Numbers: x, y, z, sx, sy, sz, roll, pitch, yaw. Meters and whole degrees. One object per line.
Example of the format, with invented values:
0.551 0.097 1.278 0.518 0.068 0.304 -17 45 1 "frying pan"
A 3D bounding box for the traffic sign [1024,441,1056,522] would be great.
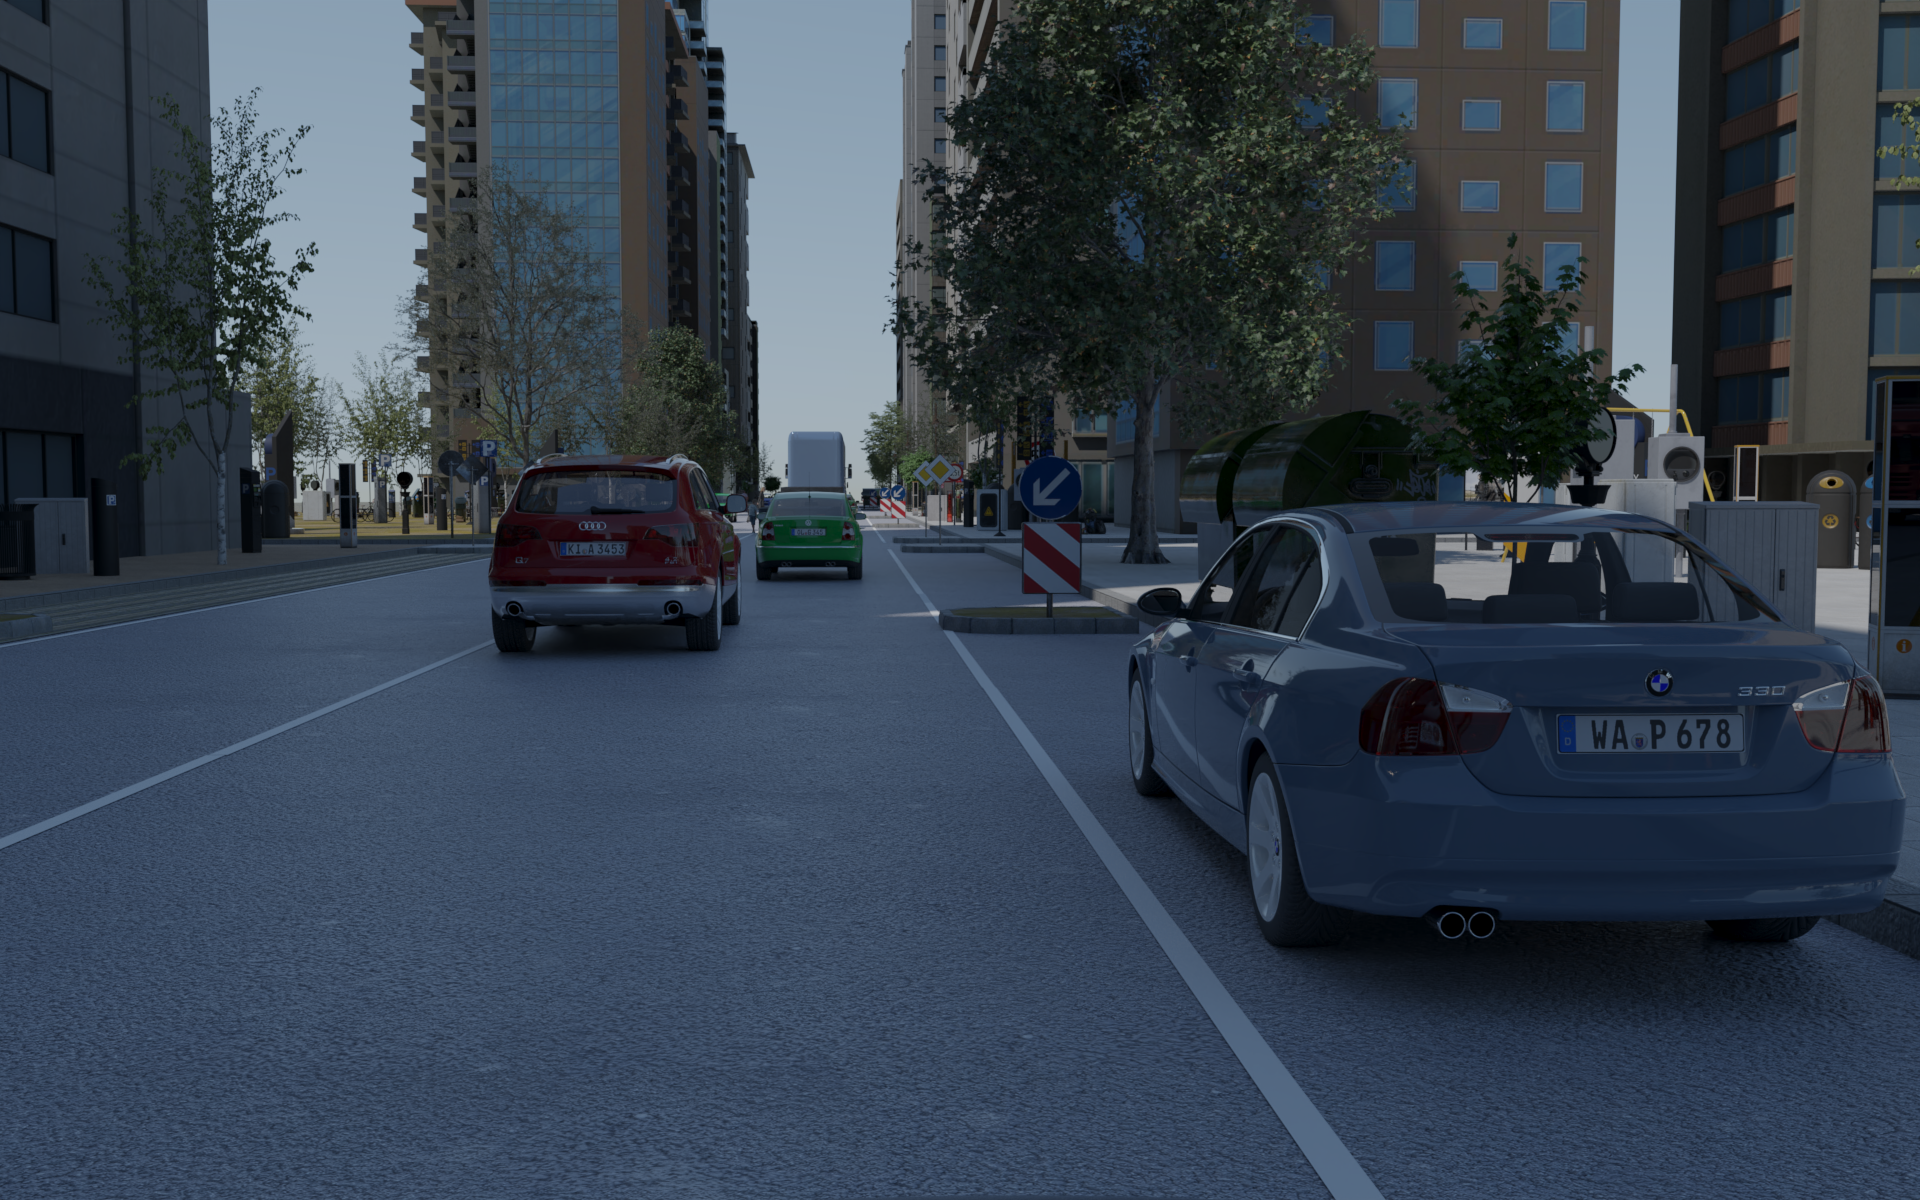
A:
1.887 -2.515 41.226 0.768 2.556 0.104 0 4 -3 "traffic sign"

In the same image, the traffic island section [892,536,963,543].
-0.988 -1.787 51.493 2.009 0.180 2.903 0 4 -4 "traffic island section"

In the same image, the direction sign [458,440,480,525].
-20.463 -4.912 72.310 0.876 3.537 0.379 -1 4 -14 "direction sign"

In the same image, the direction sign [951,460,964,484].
-0.164 -7.610 116.424 0.876 3.537 0.379 1 4 20 "direction sign"

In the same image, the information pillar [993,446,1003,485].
1.586 -4.922 71.835 0.504 3.616 0.183 3 5 42 "information pillar"

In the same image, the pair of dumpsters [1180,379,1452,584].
3.310 -0.870 16.721 1.574 2.255 4.437 0 4 -4 "pair of dumpsters"

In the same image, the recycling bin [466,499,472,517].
-27.297 -5.101 95.954 0.722 1.027 0.722 -2 4 -25 "recycling bin"

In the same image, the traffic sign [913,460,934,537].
-1.011 -2.922 51.414 0.795 2.450 0.064 0 4 -4 "traffic sign"

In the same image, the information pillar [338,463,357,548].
-14.548 -2.243 41.166 0.304 2.012 0.304 0 4 5 "information pillar"

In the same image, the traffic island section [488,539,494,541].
-12.556 -1.742 50.761 2.009 0.180 2.903 0 4 -4 "traffic island section"

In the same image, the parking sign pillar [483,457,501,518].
-25.609 -6.475 94.339 1.447 3.967 1.447 0 4 -1 "parking sign pillar"

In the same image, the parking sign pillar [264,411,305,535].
-21.738 -4.087 55.295 1.447 3.967 1.447 0 4 1 "parking sign pillar"

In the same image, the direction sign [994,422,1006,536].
1.207 -3.699 52.475 0.379 3.537 0.876 1 4 14 "direction sign"

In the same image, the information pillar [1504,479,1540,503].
7.912 -2.016 24.309 0.504 3.616 0.183 2 4 31 "information pillar"

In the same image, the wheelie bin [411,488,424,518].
-29.311 -5.251 93.755 0.693 1.594 0.980 -2 4 -28 "wheelie bin"

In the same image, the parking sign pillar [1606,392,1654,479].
16.399 -3.319 42.731 1.447 3.967 1.447 -3 4 -37 "parking sign pillar"

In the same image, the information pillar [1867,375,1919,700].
5.919 -0.391 10.881 0.304 2.012 0.304 1 4 16 "information pillar"

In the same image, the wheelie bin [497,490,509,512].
-32.839 -7.123 124.366 0.980 1.594 0.693 -1 4 -11 "wheelie bin"

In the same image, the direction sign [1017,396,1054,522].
1.744 -2.939 40.056 0.876 3.537 0.379 1 4 16 "direction sign"

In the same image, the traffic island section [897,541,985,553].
-0.479 -1.299 43.524 2.009 0.180 2.903 0 4 -4 "traffic island section"

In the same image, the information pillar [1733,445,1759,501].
11.884 -1.329 26.220 0.304 2.012 0.304 1 4 16 "information pillar"

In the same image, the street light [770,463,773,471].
-27.222 -16.916 249.355 0.468 5.910 1.993 0 4 -4 "street light"

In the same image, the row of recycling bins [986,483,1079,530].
2.555 -3.366 62.153 3.534 1.692 1.069 1 4 18 "row of recycling bins"

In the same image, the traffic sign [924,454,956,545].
-0.502 -2.434 43.445 0.795 2.450 0.064 0 4 -4 "traffic sign"

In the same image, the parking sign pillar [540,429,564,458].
-17.101 -5.146 72.617 1.447 3.967 1.447 -3 5 -42 "parking sign pillar"

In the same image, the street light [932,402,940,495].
-1.213 -6.988 87.045 0.468 5.910 1.993 0 4 -4 "street light"

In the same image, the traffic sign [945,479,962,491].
-0.359 -4.843 79.189 0.884 2.594 0.081 0 4 1 "traffic sign"

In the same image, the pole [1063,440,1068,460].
3.985 -4.383 65.505 0.158 3.312 0.155 0 3 0 "pole"

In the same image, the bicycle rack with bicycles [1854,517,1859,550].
19.457 -1.652 40.386 2.852 0.926 2.925 -3 4 -36 "bicycle rack with bicycles"

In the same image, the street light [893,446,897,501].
-6.080 -11.610 162.614 0.468 5.910 1.993 0 4 -4 "street light"

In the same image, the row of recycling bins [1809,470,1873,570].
15.854 -1.335 28.937 1.069 1.692 3.534 -2 4 -32 "row of recycling bins"

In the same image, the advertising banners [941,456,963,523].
-0.443 -5.012 78.135 0.090 3.025 2.074 -2 4 -31 "advertising banners"

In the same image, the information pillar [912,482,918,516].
-2.649 -6.001 102.601 0.304 2.012 0.304 -1 4 -13 "information pillar"

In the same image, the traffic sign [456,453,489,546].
-12.024 -2.391 42.732 0.795 2.450 0.064 0 4 -4 "traffic sign"

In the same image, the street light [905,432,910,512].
-3.794 -9.378 126.120 0.468 5.910 1.993 0 4 -4 "street light"

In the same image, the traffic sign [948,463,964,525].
-0.227 -4.356 71.327 0.768 2.556 0.104 0 4 0 "traffic sign"

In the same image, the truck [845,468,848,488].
-13.269 -11.800 181.849 2.839 4.237 11.283 0 4 -2 "truck"

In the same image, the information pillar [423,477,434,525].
-22.345 -4.180 72.842 0.304 2.012 0.304 2 4 30 "information pillar"

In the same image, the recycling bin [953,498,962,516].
-0.314 -5.471 102.012 0.722 1.027 0.722 -1 4 -9 "recycling bin"

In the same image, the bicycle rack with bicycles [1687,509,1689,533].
19.128 -1.826 43.236 2.925 0.926 2.852 -2 4 -32 "bicycle rack with bicycles"

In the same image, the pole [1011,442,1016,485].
2.086 -4.497 67.370 0.158 3.312 0.155 0 3 0 "pole"

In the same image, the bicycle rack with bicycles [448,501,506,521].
-23.551 -4.335 84.251 2.925 0.926 2.852 0 4 7 "bicycle rack with bicycles"

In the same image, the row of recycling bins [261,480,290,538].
-21.298 -2.670 50.767 3.534 1.692 1.069 1 4 12 "row of recycling bins"

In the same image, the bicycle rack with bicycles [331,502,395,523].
-27.397 -4.029 79.248 2.925 0.926 2.852 -2 4 -27 "bicycle rack with bicycles"

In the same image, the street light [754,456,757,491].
-24.812 -14.532 210.389 0.468 5.910 1.993 0 4 -4 "street light"

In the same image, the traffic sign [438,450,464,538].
-14.755 -3.067 50.259 0.768 2.556 0.104 0 4 -1 "traffic sign"

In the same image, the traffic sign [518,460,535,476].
-12.533 -2.878 50.701 0.795 2.450 0.064 0 4 -4 "traffic sign"

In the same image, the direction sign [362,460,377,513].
-38.982 -7.486 114.396 0.876 3.537 0.379 -1 4 -15 "direction sign"

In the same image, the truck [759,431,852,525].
-5.989 -4.815 68.485 2.967 4.110 18.799 0 4 -2 "truck"

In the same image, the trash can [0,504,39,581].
-14.163 -0.870 25.875 0.748 1.137 0.748 0 3 0 "trash can"

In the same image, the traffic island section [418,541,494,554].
-12.047 -1.255 42.792 2.009 0.180 2.903 0 4 -4 "traffic island section"

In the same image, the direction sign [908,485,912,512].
-3.567 -8.066 123.882 0.379 3.537 0.876 3 5 44 "direction sign"

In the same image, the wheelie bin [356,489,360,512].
-41.107 -6.699 117.438 0.980 1.594 0.693 3 4 37 "wheelie bin"
